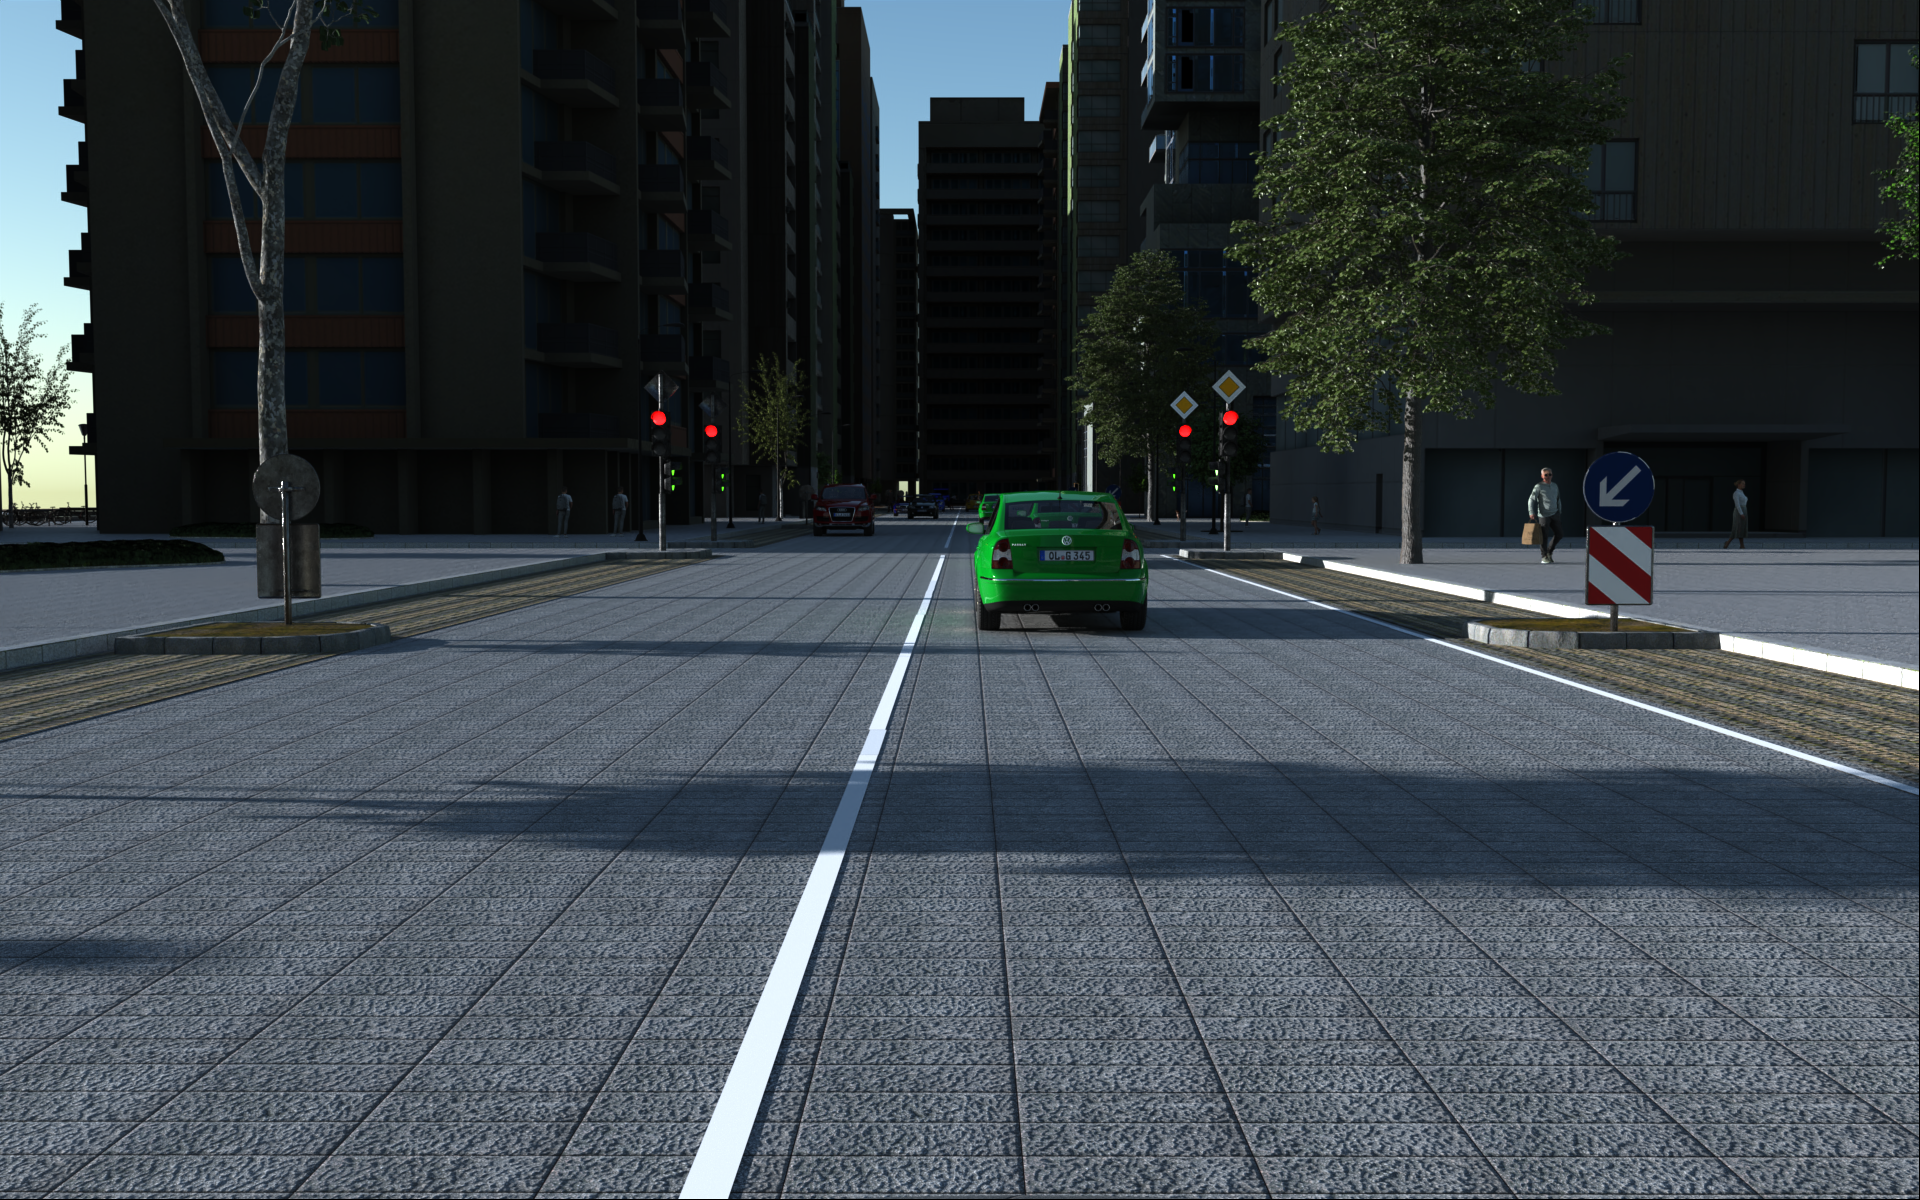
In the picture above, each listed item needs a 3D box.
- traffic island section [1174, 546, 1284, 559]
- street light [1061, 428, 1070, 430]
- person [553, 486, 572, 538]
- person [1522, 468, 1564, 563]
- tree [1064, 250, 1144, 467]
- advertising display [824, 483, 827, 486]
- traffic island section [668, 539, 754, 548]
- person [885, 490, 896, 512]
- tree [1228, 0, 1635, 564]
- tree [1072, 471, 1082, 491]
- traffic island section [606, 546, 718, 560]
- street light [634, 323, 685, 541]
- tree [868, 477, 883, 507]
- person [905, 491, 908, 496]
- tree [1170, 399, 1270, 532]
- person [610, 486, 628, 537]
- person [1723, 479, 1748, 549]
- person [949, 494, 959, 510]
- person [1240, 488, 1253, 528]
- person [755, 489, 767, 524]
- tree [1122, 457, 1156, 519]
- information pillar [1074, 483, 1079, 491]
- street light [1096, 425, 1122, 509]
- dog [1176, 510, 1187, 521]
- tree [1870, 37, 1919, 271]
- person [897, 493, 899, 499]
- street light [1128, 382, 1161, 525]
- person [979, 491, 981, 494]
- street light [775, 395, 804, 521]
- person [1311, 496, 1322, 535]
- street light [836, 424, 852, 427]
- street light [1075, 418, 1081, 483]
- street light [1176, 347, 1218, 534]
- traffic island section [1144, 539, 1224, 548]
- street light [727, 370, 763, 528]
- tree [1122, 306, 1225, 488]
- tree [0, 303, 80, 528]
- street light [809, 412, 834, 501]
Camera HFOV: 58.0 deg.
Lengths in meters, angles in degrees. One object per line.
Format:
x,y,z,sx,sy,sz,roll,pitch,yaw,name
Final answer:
6.076,-1.038,39.256,2.009,0.180,2.903,0,4,0,traffic island section
7.799,-9.158,122.268,1.470,5.913,1.316,0,4,0,street light
-11.661,-2.581,50.834,0.523,1.515,0.503,3,5,39,person
10.804,-1.567,32.149,0.782,1.767,0.515,-1,4,-20,person
8.570,-9.961,80.986,7.486,12.596,7.792,0,3,0,tree
-7.940,-5.934,102.228,0.123,1.923,0.974,0,4,-3,advertising display
-6.738,-1.530,47.289,2.009,0.180,2.903,0,4,0,traffic island section
-5.436,-7.695,134.873,0.990,1.755,0.434,-2,4,-29,person
8.585,-6.922,31.297,7.486,12.596,7.792,0,3,0,tree
8.948,-8.017,125.683,1.663,3.219,1.824,0,3,0,tree
-6.765,-1.041,39.304,2.009,0.180,2.903,0,4,0,traffic island section
-8.159,-4.557,47.050,1.470,5.913,1.316,0,4,0,street light
-8.403,-11.152,176.939,1.663,3.219,1.824,0,3,0,tree
-5.935,-11.422,195.975,0.721,1.736,1.217,0,4,7,person
8.829,-4.595,58.836,4.285,4.588,4.351,0,3,0,tree
-10.299,-2.668,52.268,0.503,1.515,0.523,-3,5,-42,person
19.378,-2.109,43.200,0.478,1.798,0.641,-3,4,-37,person
-0.552,-8.668,153.408,0.628,1.438,0.799,3,4,37,person
10.974,-3.510,66.020,0.523,1.515,0.503,-3,5,-42,person
-8.552,-4.029,74.516,0.523,1.515,0.503,0,4,1,person
9.420,-5.857,90.368,1.663,3.219,1.824,0,3,0,tree
7.851,-6.876,116.920,0.304,2.012,0.304,0,3,0,information pillar
7.686,-7.100,88.624,1.470,5.913,1.316,0,4,0,street light
10.679,-4.083,83.581,0.406,0.507,0.540,2,4,30,dog
21.868,-6.618,33.954,9.928,11.665,9.643,0,3,0,tree
-6.692,-11.041,189.573,0.434,1.755,0.990,0,4,-5,person
7.651,-6.072,71.823,1.470,5.913,1.316,0,4,0,street light
1.837,-9.590,166.006,1.217,1.735,0.721,2,4,27,person
-8.031,-6.675,81.670,1.470,5.913,1.316,0,4,0,street light
11.215,-2.648,54.352,0.382,1.210,0.505,0,4,7,person
-7.906,-8.733,115.319,1.470,5.913,1.316,0,4,0,street light
7.787,-8.127,105.425,1.470,5.913,1.316,0,4,0,street light
7.544,-5.045,55.022,1.470,5.913,1.316,0,4,0,street light
6.103,-1.527,47.241,2.009,0.180,2.903,0,4,0,traffic island section
-8.071,-5.647,64.869,1.470,5.913,1.316,0,4,0,street light
8.448,-7.135,67.012,4.737,8.622,4.395,0,3,0,tree
-35.704,-7.037,65.421,4.360,8.622,3.978,0,3,0,tree
-8.001,-7.705,98.518,1.470,5.913,1.316,0,4,0,street light
